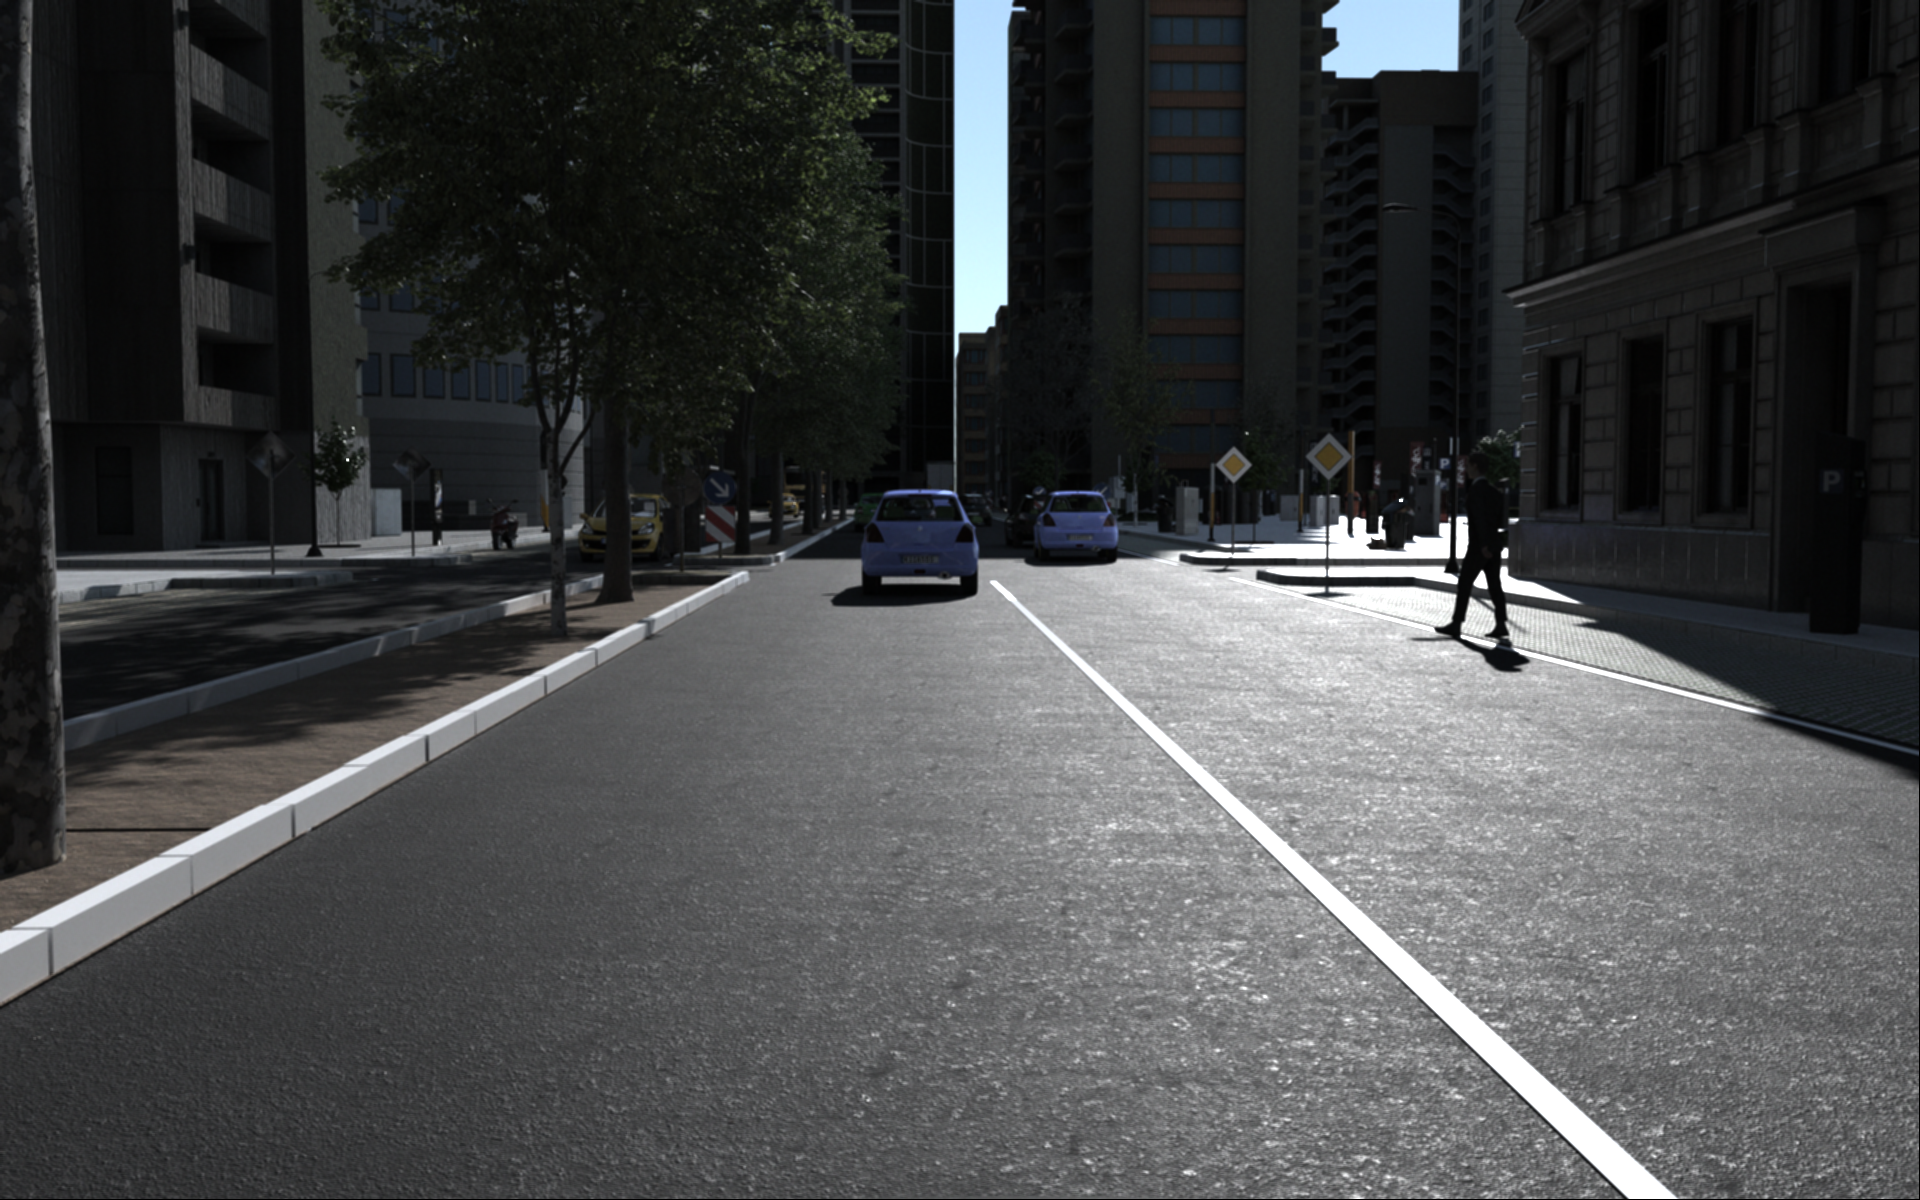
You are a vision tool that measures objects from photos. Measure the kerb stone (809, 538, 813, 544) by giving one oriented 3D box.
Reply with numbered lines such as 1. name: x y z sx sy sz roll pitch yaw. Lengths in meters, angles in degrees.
1. kerb stone: -4.248 -1.591 48.200 0.120 0.150 1.000 0 4 -2

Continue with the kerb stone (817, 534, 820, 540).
1. kerb stone: -4.399 -1.834 52.306 0.120 0.150 1.000 0 4 -2

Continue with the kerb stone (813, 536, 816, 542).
1. kerb stone: -4.326 -1.713 50.249 0.120 0.150 1.000 0 4 -2

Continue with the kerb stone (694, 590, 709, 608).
1. kerb stone: -3.340 0.009 22.047 0.120 0.150 1.000 0 4 -2

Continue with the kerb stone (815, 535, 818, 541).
1. kerb stone: -4.359 -1.779 51.284 0.120 0.150 1.000 0 4 -2

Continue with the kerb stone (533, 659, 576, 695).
1. kerb stone: -3.014 0.580 12.800 0.120 0.150 1.000 0 4 -2

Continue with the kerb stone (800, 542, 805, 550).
1. kerb stone: -4.111 -1.336 44.090 0.120 0.150 1.000 0 4 -2

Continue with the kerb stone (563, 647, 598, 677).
1. kerb stone: -3.056 0.518 13.828 0.120 0.150 1.000 0 4 -2

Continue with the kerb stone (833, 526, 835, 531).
1. kerb stone: -4.824 -2.589 64.586 0.120 0.150 1.000 0 4 -2

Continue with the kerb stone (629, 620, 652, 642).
1. kerb stone: -3.168 0.331 16.913 0.120 0.150 1.000 0 4 -2

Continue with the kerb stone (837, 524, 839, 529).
1. kerb stone: -4.973 -2.844 68.689 0.120 0.150 1.000 0 4 -2

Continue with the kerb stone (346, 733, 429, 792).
1. kerb stone: -2.881 0.825 8.706 0.120 0.150 1.000 0 4 -2

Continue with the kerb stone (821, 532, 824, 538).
1. kerb stone: -4.507 -2.015 55.380 0.120 0.150 1.000 0 4 -2

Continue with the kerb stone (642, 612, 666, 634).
1. kerb stone: -3.199 0.260 17.945 0.120 0.150 1.000 0 4 -2

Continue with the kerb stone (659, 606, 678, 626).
1. kerb stone: -3.238 0.200 18.980 0.120 0.150 1.000 0 4 -2

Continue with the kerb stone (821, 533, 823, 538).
1. kerb stone: -4.471 -1.962 54.351 0.120 0.150 1.000 0 4 -2

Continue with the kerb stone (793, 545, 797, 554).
1. kerb stone: -4.004 -1.151 41.022 0.120 0.150 1.000 0 4 -2

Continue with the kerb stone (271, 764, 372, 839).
1. kerb stone: -2.836 0.892 7.685 0.120 0.150 1.000 0 4 -2

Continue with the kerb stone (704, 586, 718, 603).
1. kerb stone: -3.375 -0.053 23.069 0.120 0.150 1.000 0 4 -2

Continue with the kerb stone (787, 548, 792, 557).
1. kerb stone: -3.925 -1.026 38.972 0.120 0.150 1.000 0 4 -2

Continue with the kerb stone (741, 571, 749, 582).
1. kerb stone: -3.544 -0.367 28.193 0.120 0.150 1.000 0 4 -2

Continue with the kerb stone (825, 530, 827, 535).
1. kerb stone: -4.571 -2.155 57.425 0.120 0.150 1.000 0 4 -2

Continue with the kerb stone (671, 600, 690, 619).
1. kerb stone: -3.272 0.134 20.001 0.120 0.150 1.000 0 4 -2

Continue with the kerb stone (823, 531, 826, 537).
1. kerb stone: -4.539 -2.092 56.404 0.120 0.150 1.000 0 4 -2

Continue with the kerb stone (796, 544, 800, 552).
1. kerb stone: -4.032 -1.211 42.044 0.120 0.150 1.000 0 4 -2

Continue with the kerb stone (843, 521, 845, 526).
1. kerb stone: -5.221 -3.281 75.860 0.120 0.150 1.000 0 4 -2

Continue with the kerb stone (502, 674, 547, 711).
1. kerb stone: -2.986 0.644 11.778 0.120 0.150 1.000 0 4 -2

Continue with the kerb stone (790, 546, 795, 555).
1. kerb stone: -3.960 -1.089 40.001 0.120 0.150 1.000 0 4 -2

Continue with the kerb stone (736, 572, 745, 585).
1. kerb stone: -3.514 -0.300 27.163 0.120 0.150 1.000 0 4 -2

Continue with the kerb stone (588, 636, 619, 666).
1. kerb stone: -3.085 0.451 14.857 0.120 0.150 1.000 0 4 -2

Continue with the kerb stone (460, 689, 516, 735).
1. kerb stone: -2.942 0.700 10.752 0.120 0.150 1.000 0 4 -2

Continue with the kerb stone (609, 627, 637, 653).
1. kerb stone: -3.127 0.386 15.887 0.120 0.150 1.000 0 4 -2

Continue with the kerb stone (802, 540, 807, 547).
1. kerb stone: -4.142 -1.402 45.116 0.120 0.150 1.000 0 4 -2

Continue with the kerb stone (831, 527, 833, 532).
1. kerb stone: -4.756 -2.468 62.542 0.120 0.150 1.000 0 4 -2

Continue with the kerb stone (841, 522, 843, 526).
1. kerb stone: -5.114 -3.094 72.777 0.120 0.150 1.000 0 4 -2

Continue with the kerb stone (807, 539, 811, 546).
1. kerb stone: -4.219 -1.528 47.174 0.120 0.150 1.000 0 4 -2

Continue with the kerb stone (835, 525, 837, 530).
1. kerb stone: -4.892 -2.718 66.629 0.120 0.150 1.000 0 4 -2

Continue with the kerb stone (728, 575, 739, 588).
1. kerb stone: -3.484 -0.241 26.133 0.120 0.150 1.000 0 4 -2

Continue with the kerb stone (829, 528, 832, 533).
1. kerb stone: -4.713 -2.405 61.521 0.120 0.150 1.000 0 4 -2

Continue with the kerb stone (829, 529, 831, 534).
1. kerb stone: -4.688 -2.340 60.499 0.120 0.150 1.000 0 4 -2

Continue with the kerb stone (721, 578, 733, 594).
1. kerb stone: -3.442 -0.178 25.112 0.120 0.150 1.000 0 4 -2

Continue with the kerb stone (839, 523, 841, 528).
1. kerb stone: -5.036 -2.969 70.733 0.120 0.150 1.000 0 4 -2

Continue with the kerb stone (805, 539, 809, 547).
1. kerb stone: -4.182 -1.465 46.147 0.120 0.150 1.000 0 4 -2

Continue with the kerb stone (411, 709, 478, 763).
1. kerb stone: -2.908 0.763 9.727 0.120 0.150 1.000 0 4 -2

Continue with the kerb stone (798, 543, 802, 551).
1. kerb stone: -4.076 -1.274 43.068 0.120 0.150 1.000 0 4 -2

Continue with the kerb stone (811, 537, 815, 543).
1. kerb stone: -4.290 -1.651 49.227 0.120 0.150 1.000 0 4 -2

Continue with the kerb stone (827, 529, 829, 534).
1. kerb stone: -4.650 -2.280 59.475 0.120 0.150 1.000 0 4 -2

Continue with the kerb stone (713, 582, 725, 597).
1. kerb stone: -3.410 -0.112 24.090 0.120 0.150 1.000 0 4 -2

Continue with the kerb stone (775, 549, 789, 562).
1. kerb stone: -3.897 -0.963 37.940 0.120 0.150 1.000 0 4 -2

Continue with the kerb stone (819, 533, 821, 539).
1. kerb stone: -4.426 -1.904 53.330 0.120 0.150 1.000 0 4 -2

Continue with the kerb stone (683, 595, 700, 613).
1. kerb stone: -3.304 0.072 21.023 0.120 0.150 1.000 0 4 -2
